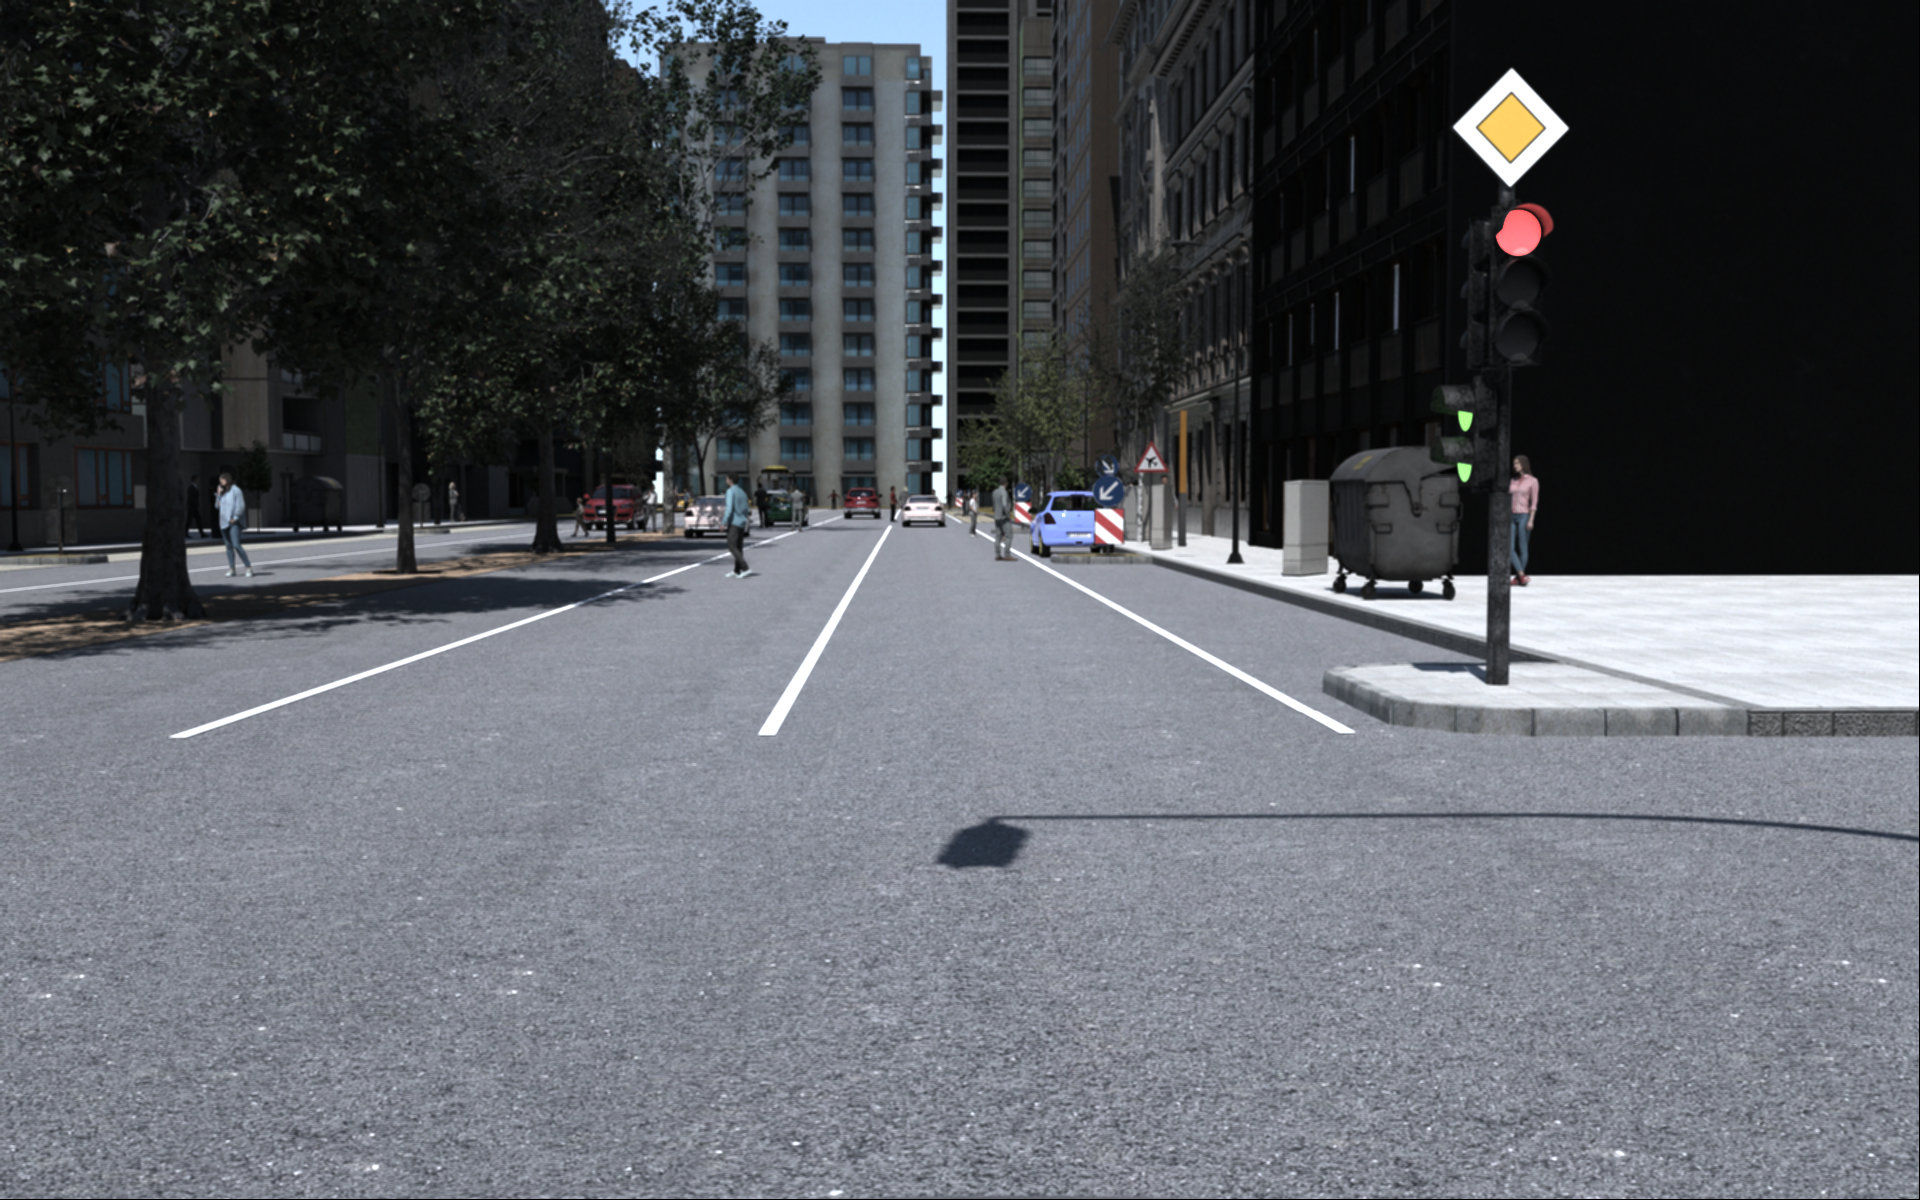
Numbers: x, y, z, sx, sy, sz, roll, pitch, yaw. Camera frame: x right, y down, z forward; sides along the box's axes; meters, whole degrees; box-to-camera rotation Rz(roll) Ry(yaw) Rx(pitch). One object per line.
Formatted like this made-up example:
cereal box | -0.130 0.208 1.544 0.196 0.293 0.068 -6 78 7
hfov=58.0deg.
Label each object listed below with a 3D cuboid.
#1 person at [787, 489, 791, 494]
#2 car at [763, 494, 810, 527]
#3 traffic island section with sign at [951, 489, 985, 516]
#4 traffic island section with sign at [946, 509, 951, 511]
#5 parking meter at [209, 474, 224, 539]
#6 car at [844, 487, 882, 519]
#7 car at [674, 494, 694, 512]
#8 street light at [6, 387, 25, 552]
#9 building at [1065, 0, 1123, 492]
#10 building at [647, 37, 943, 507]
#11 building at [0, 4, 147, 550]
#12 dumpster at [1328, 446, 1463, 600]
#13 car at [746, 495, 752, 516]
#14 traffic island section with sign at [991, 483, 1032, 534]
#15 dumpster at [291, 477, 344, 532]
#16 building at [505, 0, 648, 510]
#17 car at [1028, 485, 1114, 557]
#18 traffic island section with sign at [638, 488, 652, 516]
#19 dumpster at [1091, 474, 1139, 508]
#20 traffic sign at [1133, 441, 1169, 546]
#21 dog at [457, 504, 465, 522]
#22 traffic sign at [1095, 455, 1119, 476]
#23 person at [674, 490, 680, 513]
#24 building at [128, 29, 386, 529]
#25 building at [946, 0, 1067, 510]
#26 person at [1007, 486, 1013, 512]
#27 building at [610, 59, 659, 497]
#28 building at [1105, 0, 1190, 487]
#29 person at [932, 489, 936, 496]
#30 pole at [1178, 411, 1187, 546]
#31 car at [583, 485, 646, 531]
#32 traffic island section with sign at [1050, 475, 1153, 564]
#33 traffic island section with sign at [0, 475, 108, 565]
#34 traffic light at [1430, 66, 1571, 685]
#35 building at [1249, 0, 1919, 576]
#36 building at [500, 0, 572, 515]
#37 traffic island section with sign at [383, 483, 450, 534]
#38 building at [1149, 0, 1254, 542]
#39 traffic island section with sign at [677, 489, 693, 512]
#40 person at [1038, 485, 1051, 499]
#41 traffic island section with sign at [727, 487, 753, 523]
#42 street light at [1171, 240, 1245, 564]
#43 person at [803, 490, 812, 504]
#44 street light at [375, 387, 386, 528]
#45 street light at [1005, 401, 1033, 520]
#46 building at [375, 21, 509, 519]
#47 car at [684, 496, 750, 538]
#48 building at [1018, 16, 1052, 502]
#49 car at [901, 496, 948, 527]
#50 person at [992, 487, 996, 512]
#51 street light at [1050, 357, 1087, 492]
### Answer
person | -13.944 -8.128 141.388 1.348 1.824 0.705 -1 4 -13
car | -7.826 -4.047 77.960 2.131 1.459 4.920 0 4 -2
traffic island section with sign | 0.620 -6.507 115.021 1.989 1.847 2.006 0 4 -2
traffic island section with sign | -0.193 -8.214 142.934 1.989 1.847 2.006 0 4 -2
parking meter | -21.401 -2.705 49.943 0.255 1.863 0.399 3 5 40
car | -5.699 -5.673 101.421 2.281 1.827 5.304 0 4 -1
car | -21.933 -7.730 136.608 2.015 1.641 3.980 0 4 -3
street light | -20.597 -4.040 38.592 1.470 5.913 1.316 0 4 -2
building | 13.481 -27.317 96.749 14.600 45.320 14.200 0 4 -2
building | -17.130 -34.544 184.400 30.456 49.044 23.786 0 4 -2
building | -35.466 -11.408 31.559 27.650 21.520 28.899 0 4 -2
dumpster | 5.431 -0.970 21.617 1.264 1.857 1.865 0 4 -2
car | -14.673 -6.343 113.935 2.015 1.641 3.980 0 4 -3
traffic island section with sign | 2.142 -3.339 63.216 1.989 1.847 2.006 0 4 -2
dumpster | -21.868 -3.251 58.911 1.264 1.857 1.865 0 4 -2
building | -42.700 -30.088 146.558 28.867 44.769 22.147 0 4 -2
car | 2.584 -1.890 40.487 1.945 1.707 3.694 0 4 -3
traffic island section with sign | -21.044 -6.370 112.772 1.989 1.847 2.006 0 4 -2
dumpster | 4.490 -2.698 49.866 1.264 1.857 1.865 0 4 -2
traffic sign | 4.689 -2.600 42.521 0.884 2.594 0.081 0 4 2
dog | -22.891 -3.963 79.175 0.513 0.831 0.800 0 4 4
traffic sign | 4.742 -3.408 55.828 0.768 2.556 0.104 0 4 6
person | -21.422 -7.419 130.352 0.990 1.755 0.434 3 5 40
building | -31.461 -23.396 66.123 14.154 41.232 14.086 0 4 -2
building | 8.964 -45.525 182.591 20.611 71.187 20.563 0 4 -2
person | 3.507 -7.048 120.913 1.348 1.869 0.705 1 4 22
building | -39.302 -32.340 178.864 14.200 45.320 14.600 0 4 -2
building | 14.348 -17.558 74.458 14.401 28.519 23.554 0 4 -2
person | -1.809 -6.359 113.185 0.721 1.735 1.217 -1 4 -12
pole | 5.441 -2.968 42.366 0.158 3.312 0.155 0 3 0
car | -13.892 -3.738 69.787 2.281 1.827 5.304 0 4 -3
traffic island section with sign | 2.920 -1.691 36.272 1.989 1.847 2.006 0 4 -2
traffic island section with sign | -18.779 -1.653 35.649 1.989 1.847 2.006 0 4 -2
traffic light | 3.606 -1.385 11.569 0.839 4.253 0.868 0 4 -2
building | 13.542 -12.530 34.541 12.332 23.373 15.834 0 4 -2
building | -42.746 -25.657 111.367 32.217 40.220 23.993 0 4 -2
traffic island section with sign | -19.569 -3.301 62.593 1.989 1.847 2.006 0 4 -2
building | 12.293 -11.493 52.541 10.561 19.102 19.286 0 4 -2
traffic island section with sign | -21.826 -8.018 139.716 1.989 1.847 2.006 0 4 -2
person | 5.077 -5.688 99.177 1.348 1.807 0.705 1 4 16
traffic island section with sign | -11.343 -4.767 86.079 2.006 1.907 1.989 0 4 -2
street light | 4.558 -3.629 31.881 1.470 5.913 1.316 0 4 -2
person | -11.414 -7.197 126.885 1.217 1.735 0.721 1 4 12
street light | -21.443 -5.687 65.523 1.470 5.913 1.316 0 4 -2
street light | 2.910 -6.951 86.189 1.470 5.913 1.316 0 4 -2
building | -33.035 -19.637 92.767 14.160 30.474 14.107 0 4 -2
car | -8.083 -2.775 57.731 2.083 1.381 4.827 0 4 -2
building | 12.091 -28.693 152.723 14.154 41.232 14.086 0 4 -2
car | -1.595 -3.945 76.864 2.083 1.381 4.827 0 3 0
person | 2.564 -7.353 126.280 0.705 1.821 1.348 -1 4 -22
street light | 3.738 -5.277 58.813 1.470 5.913 1.316 0 4 -2
